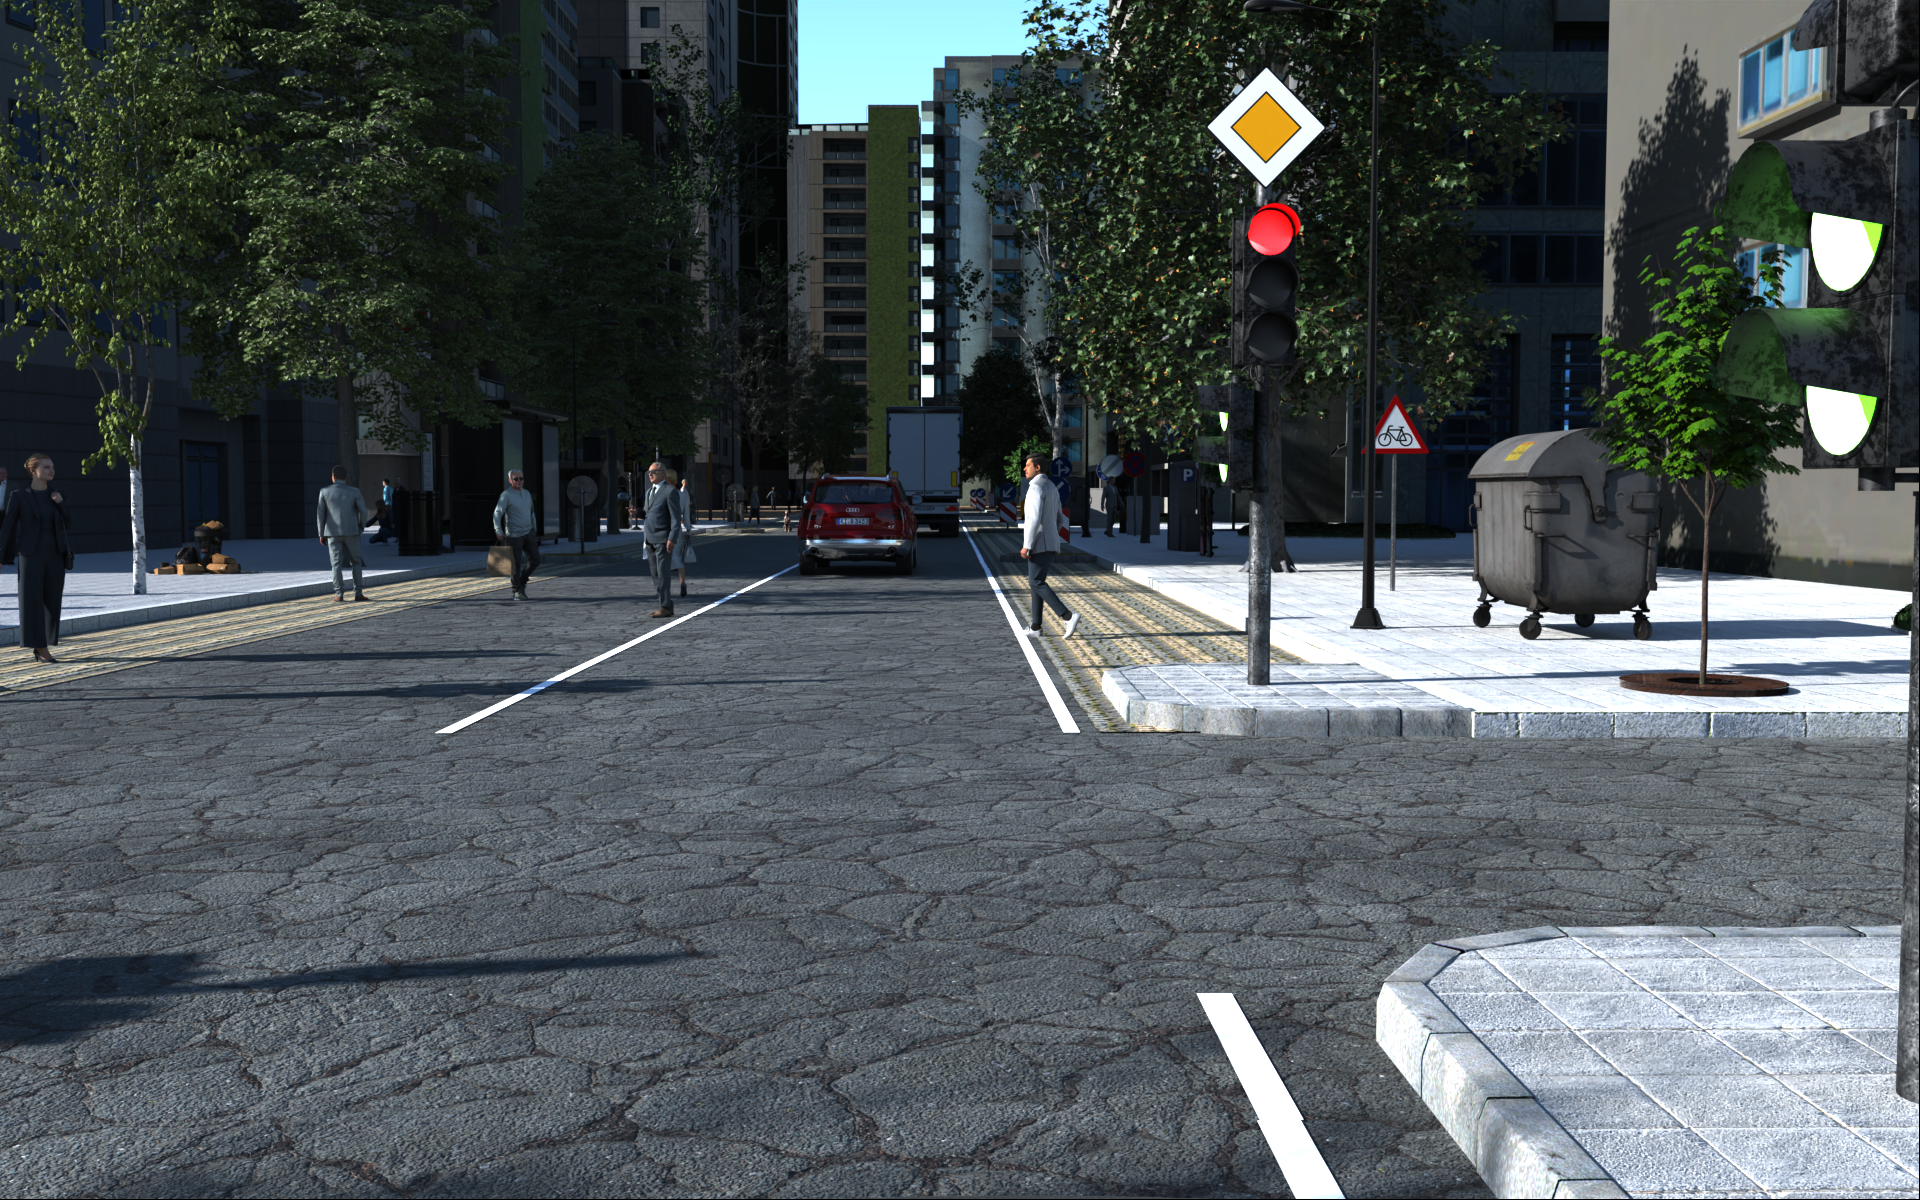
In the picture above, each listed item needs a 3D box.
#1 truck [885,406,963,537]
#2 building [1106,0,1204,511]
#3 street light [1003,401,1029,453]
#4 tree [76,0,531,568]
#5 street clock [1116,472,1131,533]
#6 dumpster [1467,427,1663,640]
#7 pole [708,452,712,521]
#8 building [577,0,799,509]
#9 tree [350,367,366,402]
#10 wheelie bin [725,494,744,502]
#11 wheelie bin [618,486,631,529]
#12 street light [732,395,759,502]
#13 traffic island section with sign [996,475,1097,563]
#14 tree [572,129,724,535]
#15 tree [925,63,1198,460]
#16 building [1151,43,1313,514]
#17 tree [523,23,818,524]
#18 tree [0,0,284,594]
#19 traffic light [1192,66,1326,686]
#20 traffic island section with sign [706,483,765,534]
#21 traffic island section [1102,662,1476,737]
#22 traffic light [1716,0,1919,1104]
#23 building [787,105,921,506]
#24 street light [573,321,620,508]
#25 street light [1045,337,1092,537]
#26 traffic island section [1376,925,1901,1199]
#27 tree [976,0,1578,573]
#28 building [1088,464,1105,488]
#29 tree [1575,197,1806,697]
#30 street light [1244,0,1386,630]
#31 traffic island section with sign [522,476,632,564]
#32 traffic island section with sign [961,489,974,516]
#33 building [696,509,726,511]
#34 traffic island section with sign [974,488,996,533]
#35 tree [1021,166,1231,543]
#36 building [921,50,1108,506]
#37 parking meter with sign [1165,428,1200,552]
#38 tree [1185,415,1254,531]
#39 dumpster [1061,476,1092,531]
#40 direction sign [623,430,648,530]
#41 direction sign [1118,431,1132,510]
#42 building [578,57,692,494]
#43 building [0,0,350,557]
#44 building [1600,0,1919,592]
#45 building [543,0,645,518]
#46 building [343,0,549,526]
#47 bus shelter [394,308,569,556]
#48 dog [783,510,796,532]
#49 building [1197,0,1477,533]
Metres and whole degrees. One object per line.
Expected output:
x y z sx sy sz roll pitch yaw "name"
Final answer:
-1.293 -4.408 60.977 2.839 4.237 11.283 0 4 -2 "truck"
22.006 -30.494 122.278 21.300 48.544 21.600 0 4 0 "building"
2.838 -6.945 86.085 1.470 5.913 1.316 0 4 0 "street light"
-11.047 -6.830 29.790 7.486 12.596 7.792 0 3 0 "tree"
5.330 -3.178 56.535 0.358 2.002 0.471 -3 5 -41 "street clock"
5.524 -0.619 15.879 1.264 1.857 1.865 0 4 0 "dumpster"
-12.063 -5.492 83.636 0.158 3.312 0.155 0 3 0 "pole"
-28.527 -45.816 187.342 20.611 71.187 20.563 0 4 0 "building"
-21.867 -6.521 56.979 4.737 8.622 4.395 0 3 0 "tree"
-10.807 -4.598 83.089 0.980 1.594 0.693 0 4 8 "wheelie bin"
-12.568 -3.423 63.877 0.980 1.594 0.693 1 4 20 "wheelie bin"
-10.158 -6.670 81.597 1.470 5.913 1.316 0 4 0 "street light"
1.848 -1.716 36.680 1.989 1.847 2.006 0 4 0 "traffic island section with sign"
-11.473 -8.357 54.761 7.486 12.596 7.792 0 3 0 "tree"
4.877 -13.346 74.104 12.611 20.169 13.585 0 3 0 "tree"
27.644 -24.925 99.410 32.217 40.220 23.993 0 4 0 "building"
-12.309 -13.260 72.698 12.611 20.169 13.585 0 3 0 "tree"
-10.727 -4.372 21.844 4.737 8.622 4.395 0 3 0 "tree"
1.995 -1.384 11.557 0.839 4.253 0.868 0 4 0 "traffic light"
-8.186 -3.345 63.319 1.989 1.847 2.006 0 4 0 "traffic island section with sign"
2.035 0.649 11.672 2.009 0.180 2.903 0 4 0 "traffic island section"
2.057 -0.896 3.573 0.839 4.253 0.868 0 4 0 "traffic light"
-11.156 -30.692 185.413 14.086 41.232 14.154 0 4 0 "building"
-9.810 -4.527 46.561 1.470 5.913 1.316 0 4 0 "street light"
3.216 -4.813 51.237 1.470 5.913 1.316 0 4 0 "street light"
2.097 1.137 3.687 2.009 0.180 2.903 0 4 0 "traffic island section"
5.101 -6.814 28.411 9.611 12.733 9.660 0 3 0 "tree"
21.527 -43.082 142.650 20.563 71.187 20.611 0 4 0 "building"
5.040 -1.026 11.374 1.663 3.219 1.824 0 3 0 "tree"
3.360 -2.682 16.387 1.470 5.913 1.316 0 4 0 "street light"
-7.975 -1.695 36.342 1.989 1.847 2.006 0 4 0 "traffic island section with sign"
1.239 -6.426 113.694 1.989 1.847 2.006 0 4 0 "traffic island section with sign"
-29.632 -43.087 142.717 20.611 71.187 20.563 0 4 0 "building"
1.630 -3.373 63.781 1.989 1.847 2.006 0 4 0 "traffic island section with sign"
5.171 -6.774 45.168 7.601 10.594 8.767 -2 4 -24 "tree"
11.080 -34.870 189.736 30.456 49.044 23.786 0 4 0 "building"
5.025 -2.628 39.229 0.543 3.016 1.738 -1 4 -13 "parking meter with sign"
9.515 -4.708 60.683 4.285 4.588 4.351 0 3 0 "tree"
3.723 -3.169 57.575 1.264 1.857 1.865 0 4 0 "dumpster"
-11.559 -4.269 61.797 0.876 3.537 0.379 -2 4 -24 "direction sign"
6.038 -4.312 62.491 0.379 3.537 0.876 -3 5 -44 "direction sign"
-26.389 -21.197 118.270 14.160 30.474 14.107 0 4 0 "building"
-29.146 -30.319 37.712 21.231 58.520 28.212 0 4 0 "building"
22.877 -24.716 27.810 21.600 48.544 21.300 0 4 0 "building"
-35.168 -24.872 98.538 32.217 40.220 23.993 0 4 0 "building"
-26.361 -23.909 74.513 14.154 41.232 14.086 0 4 0 "building"
-11.065 -3.812 39.964 2.179 5.291 8.768 0 4 0 "bus shelter"
-6.441 -2.993 65.765 0.513 0.831 0.800 3 5 41 "dog"
23.277 -46.294 69.584 22.319 86.520 31.000 0 4 0 "building"
